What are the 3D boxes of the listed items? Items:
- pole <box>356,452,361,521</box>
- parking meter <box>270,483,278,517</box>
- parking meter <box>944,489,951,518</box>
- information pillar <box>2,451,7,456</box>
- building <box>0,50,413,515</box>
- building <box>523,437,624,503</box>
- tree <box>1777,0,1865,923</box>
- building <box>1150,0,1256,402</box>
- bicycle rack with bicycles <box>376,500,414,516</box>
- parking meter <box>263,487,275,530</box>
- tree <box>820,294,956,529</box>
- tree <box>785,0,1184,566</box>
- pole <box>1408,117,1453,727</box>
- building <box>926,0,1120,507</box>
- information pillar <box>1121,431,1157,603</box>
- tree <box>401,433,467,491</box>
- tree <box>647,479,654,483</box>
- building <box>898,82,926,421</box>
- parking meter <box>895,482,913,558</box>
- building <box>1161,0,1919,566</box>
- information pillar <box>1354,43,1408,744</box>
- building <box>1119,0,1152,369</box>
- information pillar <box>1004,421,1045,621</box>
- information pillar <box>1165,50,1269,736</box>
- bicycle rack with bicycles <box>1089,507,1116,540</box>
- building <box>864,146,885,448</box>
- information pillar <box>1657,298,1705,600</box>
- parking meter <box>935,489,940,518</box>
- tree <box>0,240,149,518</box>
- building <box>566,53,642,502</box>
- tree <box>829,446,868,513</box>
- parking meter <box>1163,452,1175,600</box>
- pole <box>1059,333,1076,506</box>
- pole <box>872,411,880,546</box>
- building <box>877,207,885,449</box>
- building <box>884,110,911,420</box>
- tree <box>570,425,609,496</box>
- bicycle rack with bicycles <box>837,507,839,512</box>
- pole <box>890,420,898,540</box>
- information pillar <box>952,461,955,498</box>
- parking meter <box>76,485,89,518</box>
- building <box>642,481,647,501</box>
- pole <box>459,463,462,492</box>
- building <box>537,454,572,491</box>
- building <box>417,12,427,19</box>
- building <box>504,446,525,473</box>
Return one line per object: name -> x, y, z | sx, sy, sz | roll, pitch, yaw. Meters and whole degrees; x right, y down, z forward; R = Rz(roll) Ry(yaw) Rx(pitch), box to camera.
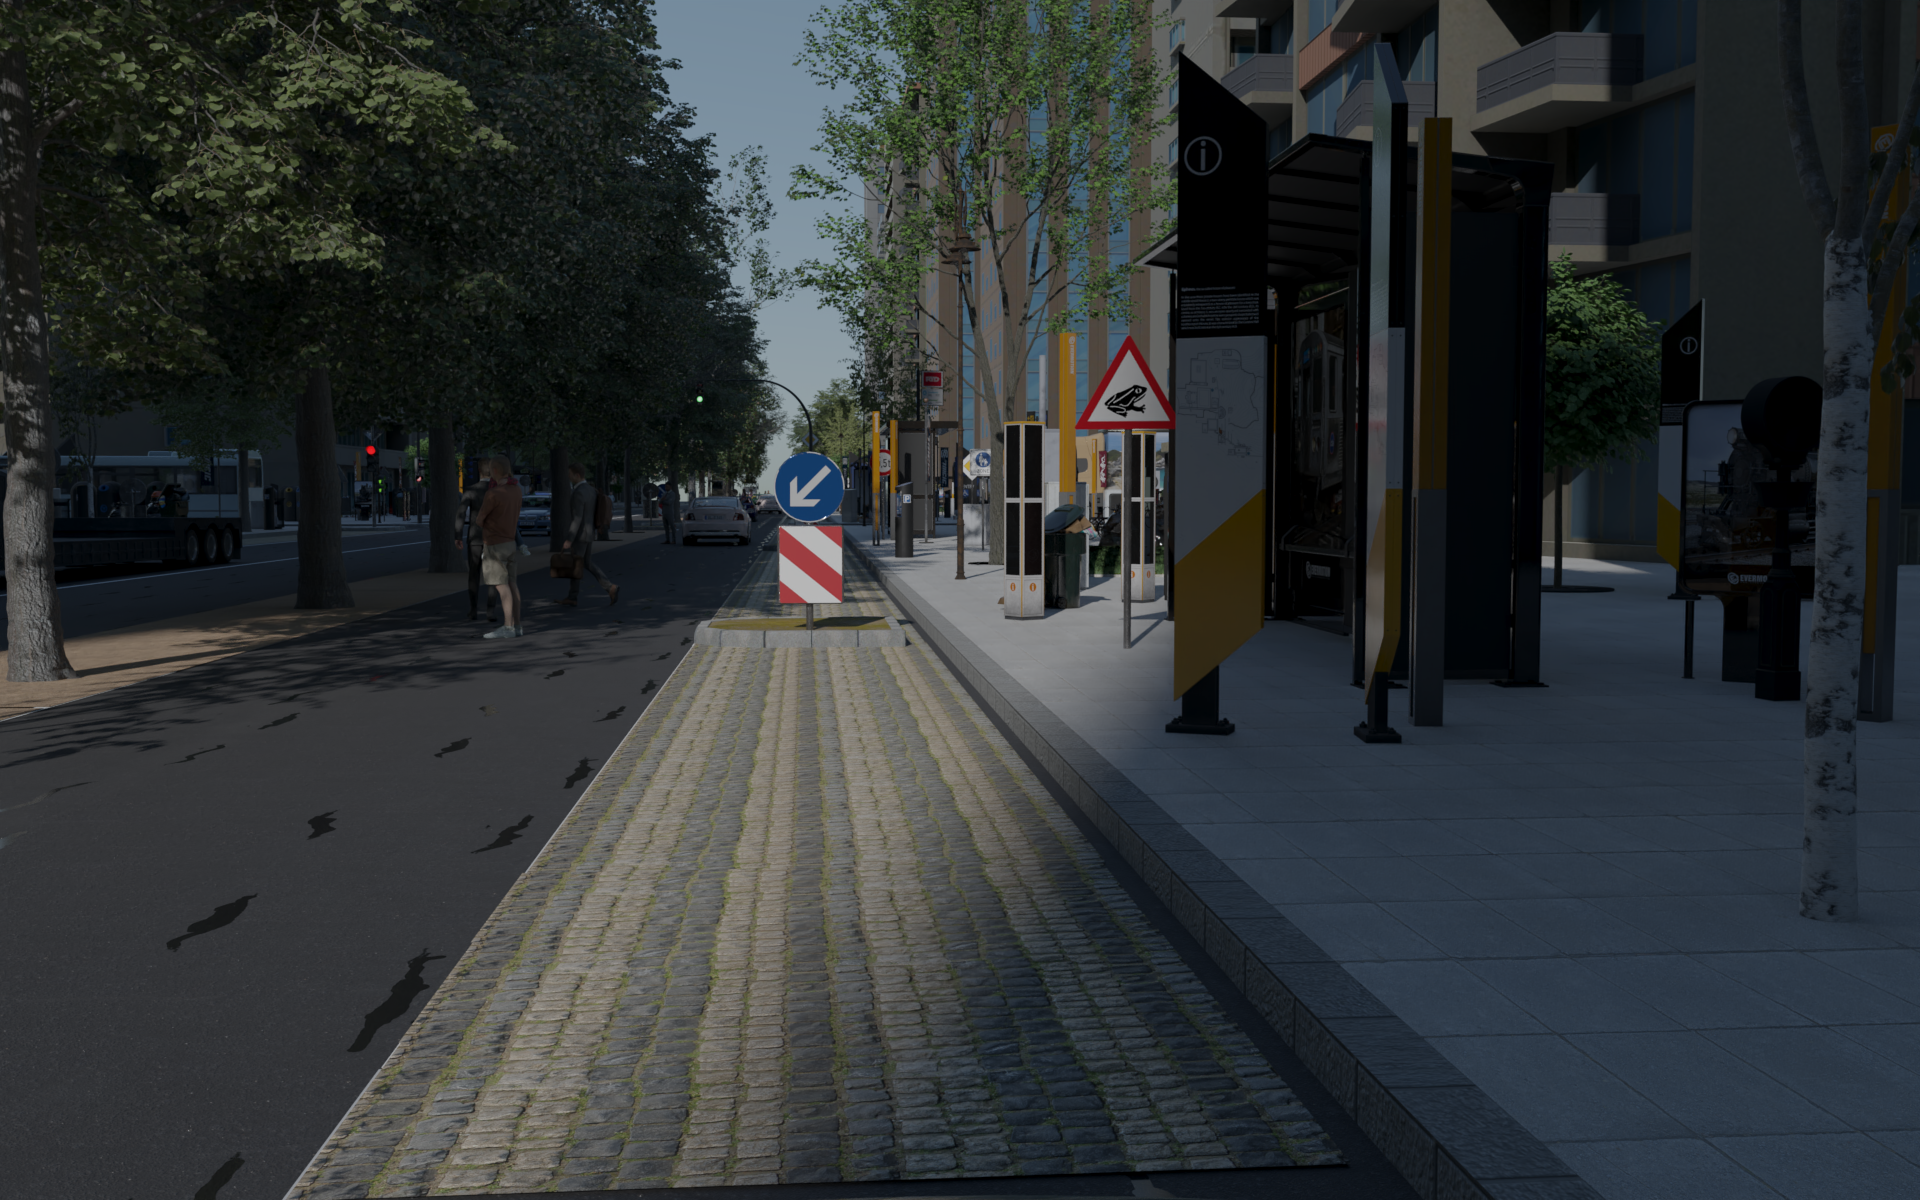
pole -> -29.123, -5.509, 83.921 | 0.158, 3.312, 0.155 | 0, 3, 0
parking meter -> -37.567, -5.459, 94.970 | 0.399, 1.863, 0.255 | -3, 5, -43
parking meter -> -0.680, -5.177, 93.058 | 0.372, 1.533, 0.369 | 0, 3, 0
information pillar -> -50.385, -6.120, 91.420 | 0.183, 3.616, 0.504 | 2, 4, 30
building -> -47.270, -29.509, 106.179 | 21.300, 48.544, 21.600 | 0, 4, -5
building -> -60.681, -36.648, 253.822 | 22.147, 44.769, 28.867 | 0, 4, -5
tree -> 2.857, -3.336, 4.907 | 4.360, 8.622, 3.978 | 0, 3, 0
building -> 21.854, -28.892, 96.080 | 21.600, 48.544, 21.300 | 0, 4, -5
bicycle rack with bicycles -> -32.733, -5.262, 99.415 | 2.852, 0.926, 2.925 | 0, 4, 4
parking meter -> -24.655, -3.264, 61.780 | 0.372, 1.533, 0.369 | 0, 3, 0
tree -> -2.593, -6.936, 63.758 | 4.737, 8.622, 4.395 | 0, 3, 0
tree -> 0.733, -6.453, 31.260 | 9.928, 11.665, 9.643 | 0, 3, 0
pole -> 2.588, -0.959, 9.530 | 0.158, 3.312, 0.155 | 0, 3, 0
building -> 4.548, -30.255, 144.783 | 14.600, 45.320, 14.200 | 0, 4, -5
information pillar -> 2.107, -0.976, 20.450 | 0.304, 2.012, 0.304 | 3, 4, 36
tree -> -26.839, -6.382, 88.059 | 4.285, 4.588, 4.351 | 0, 3, 0
tree -> -38.164, -13.329, 212.522 | 1.663, 3.219, 1.824 | 0, 3, 0
building -> 4.767, -32.376, 183.975 | 22.147, 44.769, 28.867 | 0, 4, -5
parking meter -> -1.126, -1.623, 34.944 | 0.372, 1.533, 0.369 | 0, 3, 0
building -> 18.718, -23.800, 43.757 | 22.147, 44.769, 28.867 | 0, 4, -5
information pillar -> 2.182, -1.072, 8.879 | 0.183, 3.616, 0.504 | 0, 4, 2
building -> 8.960, -28.505, 116.171 | 14.600, 45.320, 14.200 | 0, 4, -5
information pillar -> 0.655, -0.806, 17.669 | 0.304, 2.012, 0.304 | -3, 4, -36
information pillar -> 1.371, -1.091, 9.193 | 0.504, 3.616, 0.183 | 1, 4, 21
bicycle rack with bicycles -> 4.011, -2.186, 49.120 | 2.925, 0.926, 2.852 | -1, 4, -14
building -> -5.865, -46.163, 296.767 | 21.231, 58.520, 28.212 | 0, 4, -5
information pillar -> 8.740, -1.813, 20.991 | 0.504, 3.616, 0.183 | 3, 5, 42
parking meter -> -1.309, -5.290, 94.902 | 0.372, 1.533, 0.369 | 0, 3, 0
tree -> -24.646, -5.995, 48.377 | 4.360, 8.622, 3.978 | 0, 3, 0
building -> -62.202, -51.349, 277.810 | 20.563, 71.187, 20.611 | 0, 4, -5
tree -> -7.612, -8.322, 119.777 | 4.285, 4.588, 4.351 | 0, 3, 0
parking meter -> 2.651, -0.923, 20.799 | 0.255, 1.863, 0.399 | -2, 4, -35
pole -> 1.368, -1.725, 22.044 | 0.158, 3.312, 0.155 | 0, 3, 0
pole -> -2.076, -2.994, 42.799 | 0.158, 3.312, 0.155 | 0, 3, 0
building -> -1.352, -39.656, 267.984 | 23.786, 49.044, 30.456 | 0, 4, -5
building -> 2.068, -35.792, 208.906 | 21.300, 48.544, 21.600 | 0, 4, -5
tree -> -33.670, -15.188, 165.338 | 9.611, 12.733, 9.660 | 0, 3, 0
bicycle rack with bicycles -> -8.185, -6.848, 125.342 | 2.852, 0.926, 2.925 | -1, 4, -17
pole -> -1.820, -3.306, 47.902 | 0.158, 3.312, 0.155 | 0, 3, 0
information pillar -> -0.451, -8.074, 123.371 | 0.183, 3.616, 0.504 | 1, 4, 14
parking meter -> -24.867, -2.494, 49.188 | 0.372, 1.533, 0.369 | 0, 3, 0
building -> -61.154, -37.497, 296.677 | 14.154, 41.232, 14.086 | 0, 4, -5
pole -> -26.875, -6.080, 93.243 | 0.158, 3.312, 0.155 | 0, 3, 0
building -> -52.469, -31.493, 198.512 | 14.154, 41.232, 14.086 | 0, 4, -5
building -> -44.403, -27.583, 134.581 | 14.154, 41.232, 14.086 | 0, 4, -5
building -> -47.652, -28.876, 155.716 | 14.154, 41.232, 14.086 | 0, 4, -5
